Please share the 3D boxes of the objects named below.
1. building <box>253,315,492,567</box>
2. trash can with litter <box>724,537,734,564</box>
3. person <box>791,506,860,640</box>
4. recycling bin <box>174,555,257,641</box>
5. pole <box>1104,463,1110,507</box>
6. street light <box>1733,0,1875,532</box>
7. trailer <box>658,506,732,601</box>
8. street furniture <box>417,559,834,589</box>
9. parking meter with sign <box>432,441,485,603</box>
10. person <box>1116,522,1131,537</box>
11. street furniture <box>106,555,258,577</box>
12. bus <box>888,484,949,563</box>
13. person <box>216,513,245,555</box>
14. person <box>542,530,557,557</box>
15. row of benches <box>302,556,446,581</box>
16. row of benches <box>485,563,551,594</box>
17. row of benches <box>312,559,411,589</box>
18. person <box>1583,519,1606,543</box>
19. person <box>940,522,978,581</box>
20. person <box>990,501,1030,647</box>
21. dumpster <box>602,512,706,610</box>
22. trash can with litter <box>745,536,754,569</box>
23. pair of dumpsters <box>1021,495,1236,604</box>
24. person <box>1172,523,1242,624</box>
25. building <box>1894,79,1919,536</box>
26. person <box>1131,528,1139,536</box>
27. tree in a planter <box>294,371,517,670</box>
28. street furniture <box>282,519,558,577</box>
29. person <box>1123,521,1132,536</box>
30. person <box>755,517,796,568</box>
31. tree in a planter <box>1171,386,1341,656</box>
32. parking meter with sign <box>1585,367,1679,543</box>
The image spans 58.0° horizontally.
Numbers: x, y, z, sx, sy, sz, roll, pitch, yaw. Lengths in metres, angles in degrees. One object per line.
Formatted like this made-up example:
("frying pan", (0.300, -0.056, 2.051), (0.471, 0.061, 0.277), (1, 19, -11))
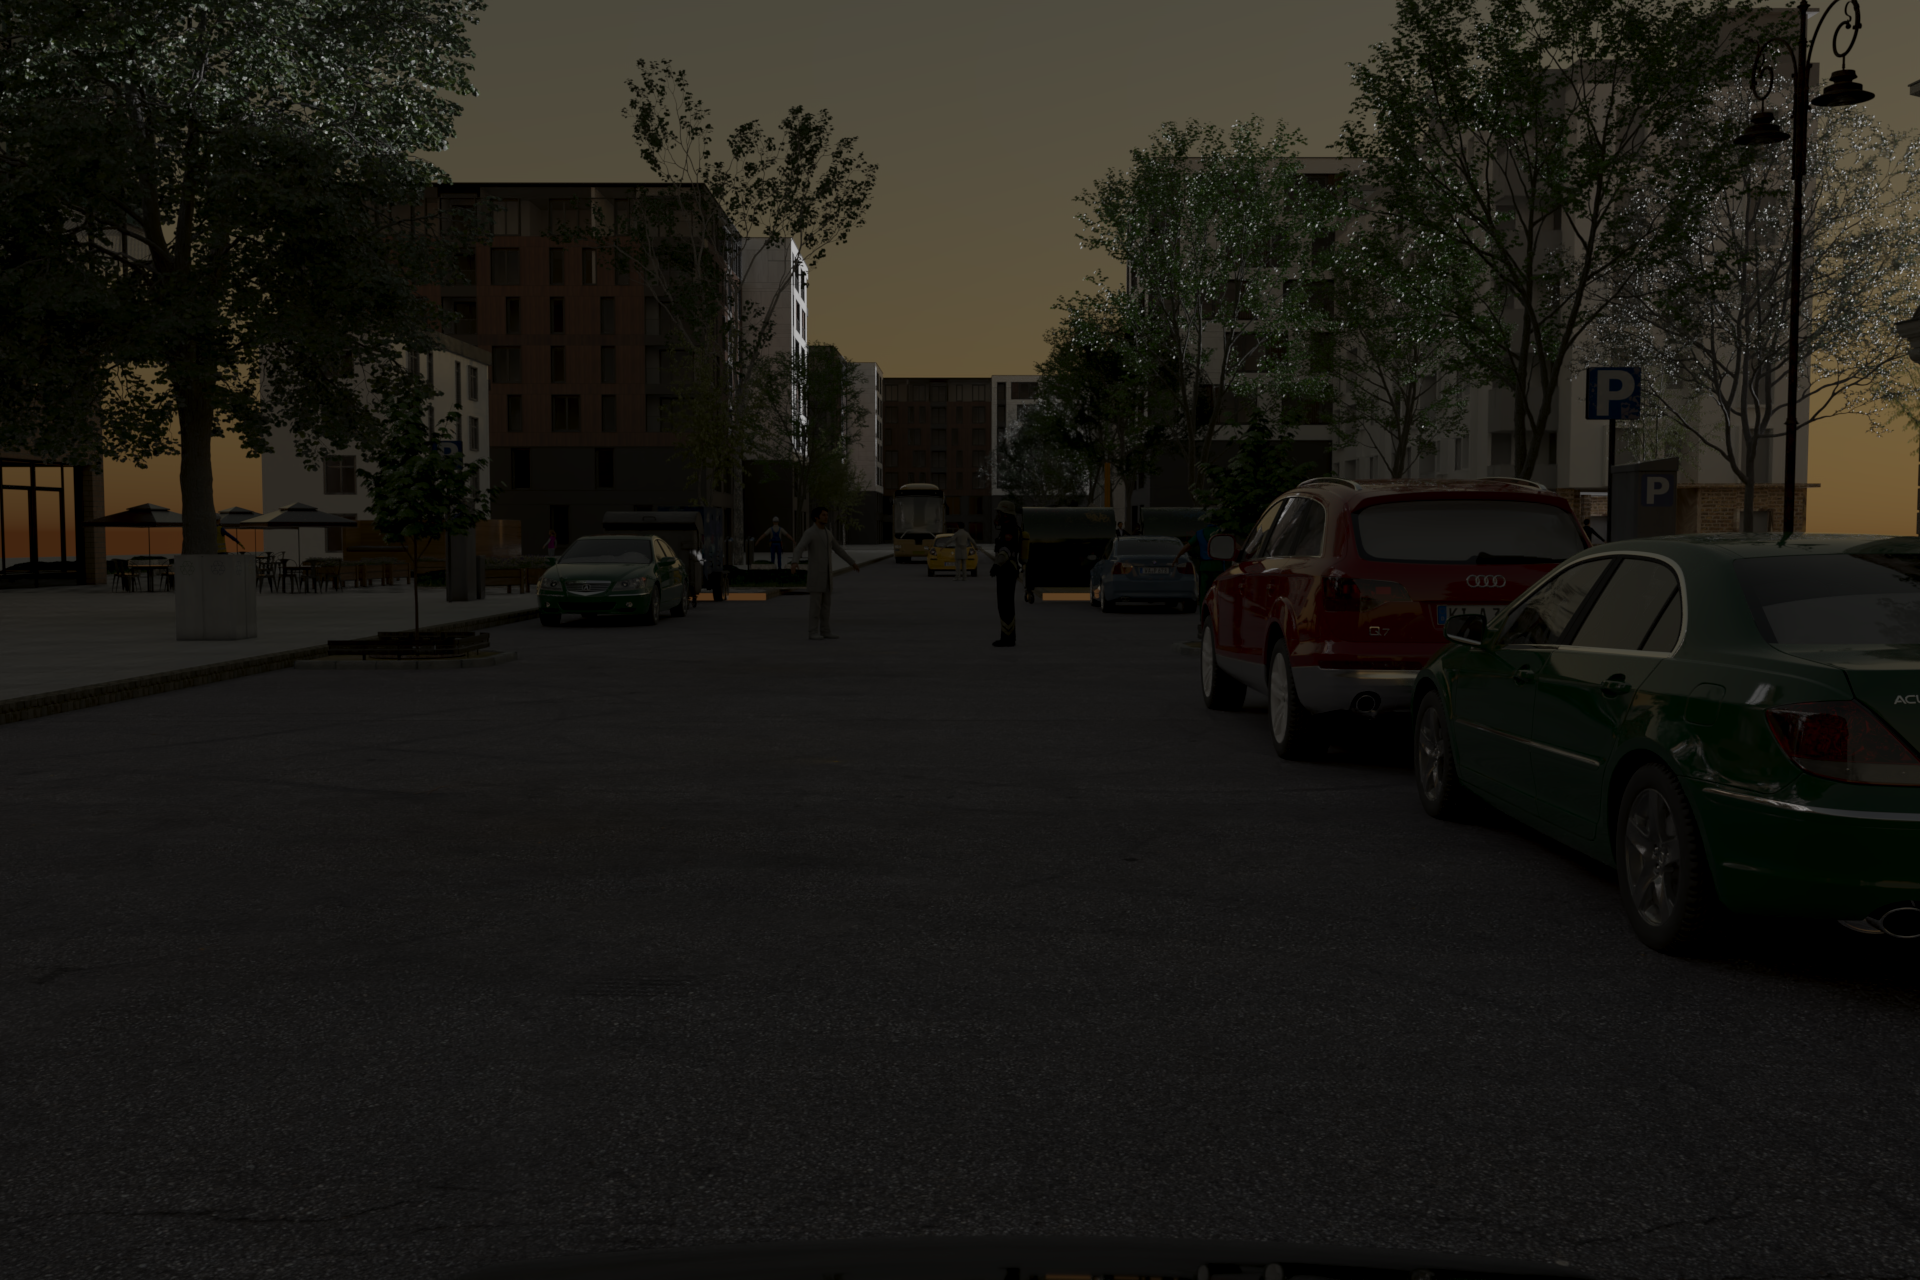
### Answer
("building", (-26.191, -8.443, 80.196), (9.099, 9.664, 28.070), (0, 4, 0))
("trash can with litter", (-6.428, -2.339, 49.296), (1.678, 1.210, 2.233), (0, 4, 0))
("person", (-1.885, -0.917, 23.633), (0.705, 1.806, 1.347), (3, 4, 37))
("recycling bin", (-9.080, -0.526, 21.146), (0.722, 1.027, 0.722), (0, 4, 0))
("pole", (4.220, -3.416, 49.697), (0.158, 3.312, 0.155), (0, 3, 0))
("street light", (7.172, -2.575, 14.894), (0.468, 5.910, 1.993), (0, 3, 0))
("trailer", (-5.740, -1.796, 36.411), (1.471, 1.999, 3.904), (0, 4, 0))
("street furniture", (-7.998, -1.672, 42.966), (10.072, 0.657, 5.734), (0, 4, 6))
("parking meter with sign", (-9.548, -2.258, 33.186), (0.543, 3.016, 1.738), (0, 3, 0))
("person", (5.922, -3.486, 63.720), (1.216, 1.740, 0.721), (-1, 4, -9))
("street furniture", (-26.440, -2.459, 55.831), (5.734, 0.657, 10.072), (0, 4, 2))
("bus", (-2.000, -5.895, 87.925), (2.896, 3.916, 12.252), (0, 4, 0))
("person", (-17.317, -2.082, 40.501), (1.216, 1.772, 0.721), (0, 4, 7))
("person", (-14.633, -3.214, 61.817), (0.599, 1.433, 0.991), (1, 4, 13))
("row of benches", (-16.067, -1.969, 47.651), (4.104, 0.672, 1.422), (-1, 4, -16))
("row of benches", (-8.969, -1.374, 37.934), (4.104, 0.672, 1.422), (-3, 5, -43))
("row of benches", (-14.562, -1.632, 42.144), (1.422, 0.672, 4.104), (0, 4, 7))
("person", (21.202, -3.204, 58.574), (1.347, 1.806, 0.705), (3, 5, 44))
("person", (0.011, -2.726, 53.217), (1.347, 1.806, 0.705), (-2, 4, -31))
("person", (0.565, -0.850, 22.138), (0.705, 1.856, 1.354), (0, 4, 7))
("dumpster", (-5.877, -1.530, 33.229), (1.865, 1.857, 1.264), (0, 4, 0))
("trash can with litter", (-6.297, -2.579, 53.227), (1.678, 1.210, 2.233), (0, 4, 2))
("pair of dumpsters", (3.457, -1.901, 36.038), (4.436, 2.255, 1.574), (0, 4, -1))
("person", (3.936, -1.123, 26.951), (1.347, 1.817, 0.704), (1, 4, 21))
("building", (26.940, -14.759, 27.208), (13.634, 28.700, 20.117), (0, 4, 0))
("person", (4.214, -1.999, 38.828), (1.346, 1.812, 0.704), (-3, 5, -39))
("tree in a planter", (-6.056, -1.345, 19.216), (1.991, 3.239, 1.994), (0, 4, 1))
("street furniture", (-15.178, -2.897, 54.225), (9.812, 1.723, 11.010), (0, 4, 4))
("person", (6.587, -3.789, 68.079), (0.705, 1.813, 1.348), (-2, 4, -31))
("person", (-6.049, -3.123, 56.916), (1.347, 1.847, 0.705), (0, 4, -8))
("tree in a planter", (3.613, -1.452, 20.965), (1.991, 3.239, 1.994), (0, 4, -1))
("parking meter with sign", (6.819, -1.289, 17.331), (0.543, 3.016, 1.738), (0, 3, 0))
